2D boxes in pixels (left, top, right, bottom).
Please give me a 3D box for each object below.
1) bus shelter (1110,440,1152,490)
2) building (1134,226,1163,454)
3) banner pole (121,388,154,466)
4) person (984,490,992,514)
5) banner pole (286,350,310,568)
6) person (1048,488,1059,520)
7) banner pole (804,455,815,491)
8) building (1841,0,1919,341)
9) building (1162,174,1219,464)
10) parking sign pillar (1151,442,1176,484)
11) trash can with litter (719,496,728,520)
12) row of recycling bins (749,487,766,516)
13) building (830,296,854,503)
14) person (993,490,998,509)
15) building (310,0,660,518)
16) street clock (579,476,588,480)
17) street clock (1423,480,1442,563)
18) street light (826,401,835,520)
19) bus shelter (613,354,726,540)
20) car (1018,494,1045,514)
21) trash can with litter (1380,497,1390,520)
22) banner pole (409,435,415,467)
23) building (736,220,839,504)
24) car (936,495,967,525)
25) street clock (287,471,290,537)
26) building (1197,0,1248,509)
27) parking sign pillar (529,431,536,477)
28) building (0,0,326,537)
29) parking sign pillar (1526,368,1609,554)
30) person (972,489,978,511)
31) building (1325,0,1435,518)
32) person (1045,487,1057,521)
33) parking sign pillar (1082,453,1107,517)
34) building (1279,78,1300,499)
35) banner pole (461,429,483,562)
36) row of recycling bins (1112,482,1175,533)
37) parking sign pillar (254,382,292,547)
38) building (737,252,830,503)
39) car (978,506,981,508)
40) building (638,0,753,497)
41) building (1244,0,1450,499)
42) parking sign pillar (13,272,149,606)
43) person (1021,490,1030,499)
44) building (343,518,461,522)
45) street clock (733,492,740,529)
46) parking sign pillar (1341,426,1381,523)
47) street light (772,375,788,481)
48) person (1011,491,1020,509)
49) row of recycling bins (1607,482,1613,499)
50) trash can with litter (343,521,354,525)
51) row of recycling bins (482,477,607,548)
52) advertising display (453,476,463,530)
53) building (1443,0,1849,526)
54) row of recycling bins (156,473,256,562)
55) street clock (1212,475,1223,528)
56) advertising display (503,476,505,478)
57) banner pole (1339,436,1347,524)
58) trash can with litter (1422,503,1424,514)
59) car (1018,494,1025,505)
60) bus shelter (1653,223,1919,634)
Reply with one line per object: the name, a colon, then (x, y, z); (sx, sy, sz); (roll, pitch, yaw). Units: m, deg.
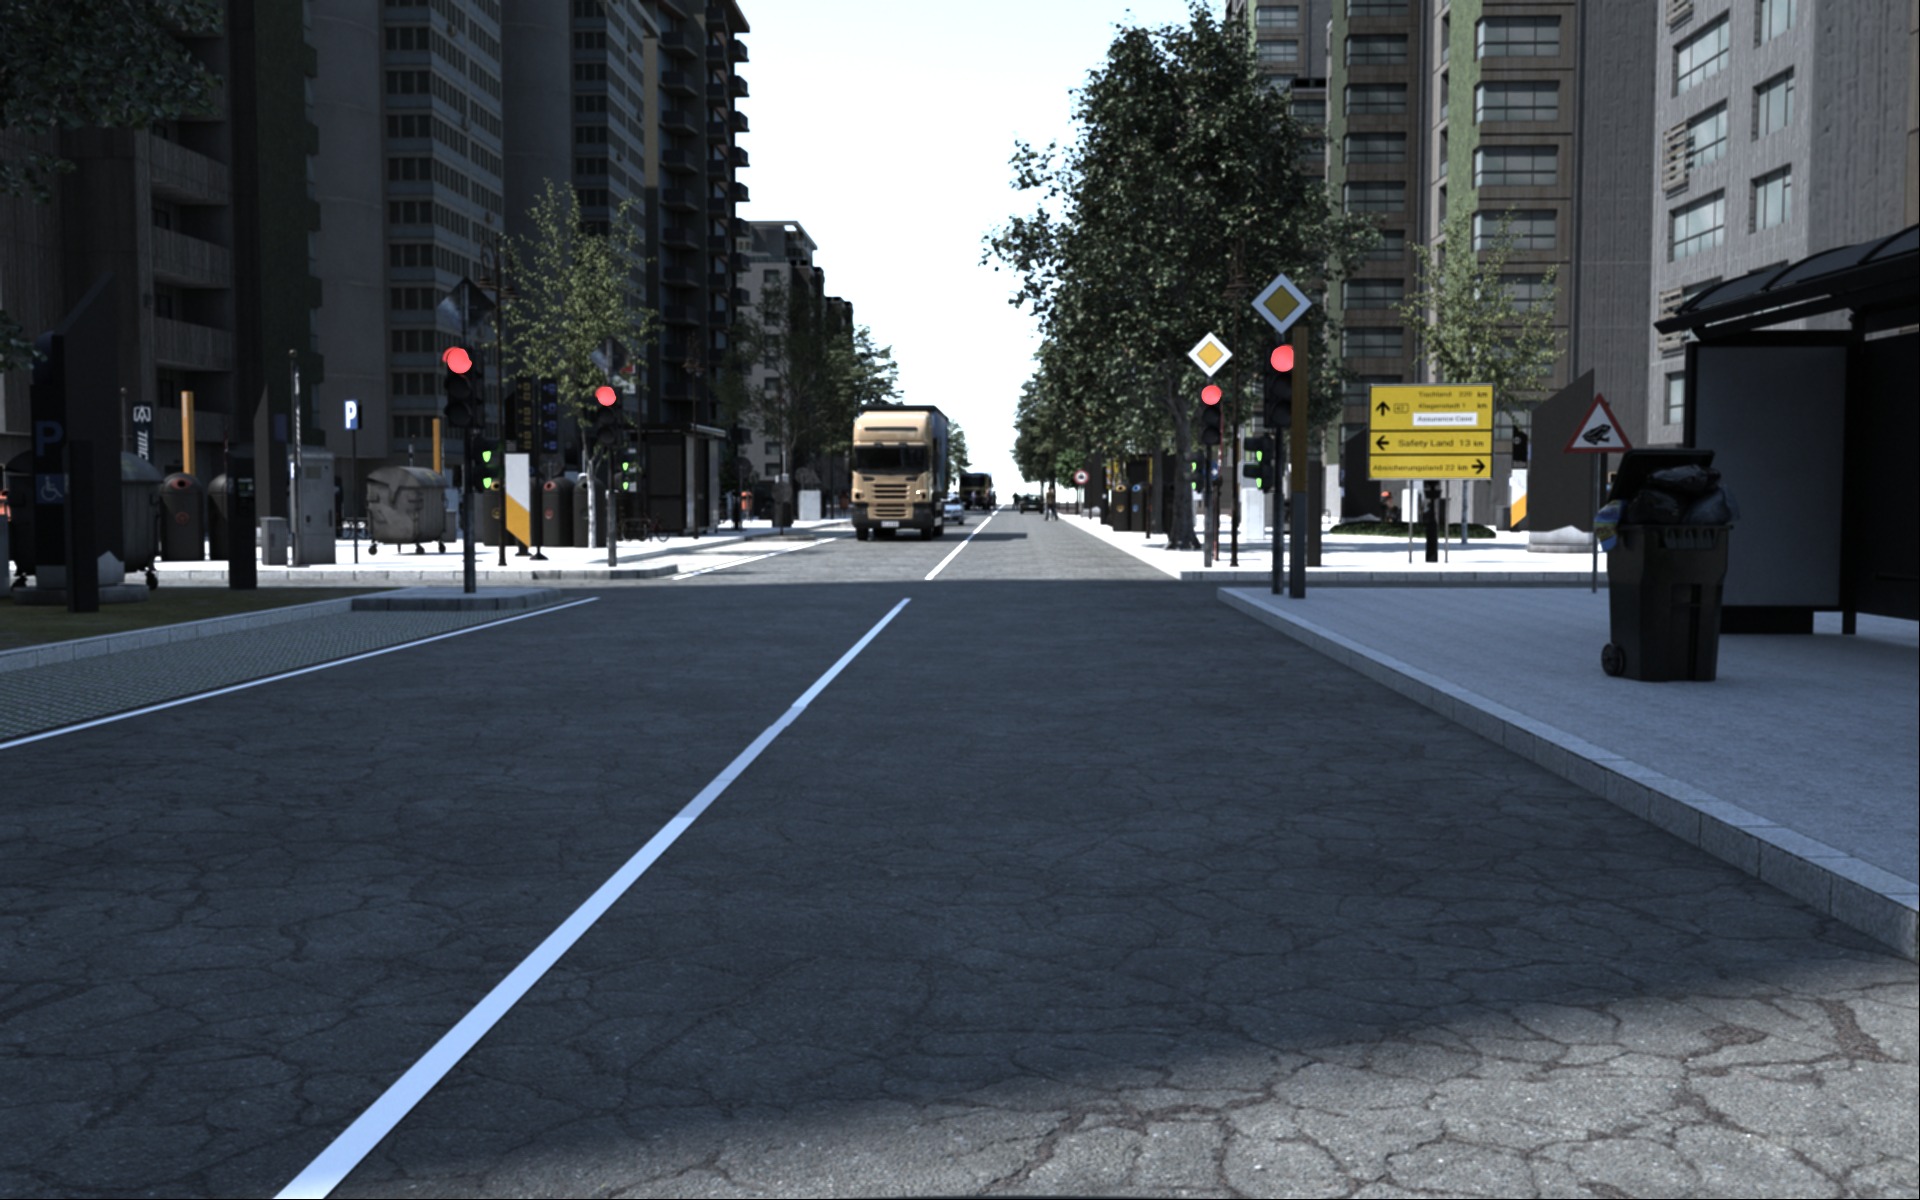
bus shelter: (9.523, -7.085, 93.472); (2.179, 5.291, 8.768); (0, 4, 2)
building: (35.752, -43.242, 249.005); (21.231, 58.520, 28.212); (0, 4, 2)
banner pole: (-19.501, -3.119, 41.020); (0.863, 3.779, 0.401); (-1, 4, -11)
person: (2.034, -7.087, 124.907); (0.617, 1.759, 0.750); (0, 4, -5)
banner pole: (-11.442, -2.440, 29.915); (0.401, 3.779, 0.863); (-2, 4, -28)
person: (5.155, -5.275, 95.340); (0.643, 1.750, 0.593); (0, 4, -2)
banner pole: (-8.877, -6.817, 101.482); (0.863, 3.779, 0.401); (1, 4, 19)
building: (28.782, -22.265, 47.624); (14.086, 41.232, 14.154); (0, 4, 2)
building: (36.309, -34.630, 220.828); (22.147, 44.769, 28.867); (0, 4, 2)
parking sign pillar: (10.149, -5.944, 85.661); (1.447, 3.967, 1.447); (-1, 4, -12)
trash can with litter: (-11.906, -4.553, 85.830); (0.624, 1.170, 1.055); (-2, 4, -26)
row of recycling bins: (-11.820, -5.753, 101.172); (1.069, 1.692, 3.534); (0, 4, -6)
building: (-22.834, -29.211, 249.303); (14.160, 30.474, 14.107); (0, 4, 2)
person: (3.416, -9.790, 168.571); (0.705, 1.824, 1.348); (-1, 4, -19)
building: (-34.896, -26.070, 118.118); (32.217, 40.220, 23.993); (0, 4, 2)
street clock: (-14.928, -3.946, 69.079); (0.358, 2.002, 0.471); (3, 5, 41)
street clock: (8.872, -1.710, 32.521); (0.471, 2.002, 0.358); (2, 4, 35)
street light: (-6.366, -6.916, 85.857); (0.468, 5.910, 1.993); (0, 4, 2)
bus shelter: (-8.901, -4.578, 52.476); (2.179, 5.291, 8.768); (0, 4, 2)
car: (5.243, -7.147, 126.646); (2.009, 1.686, 4.222); (0, 4, 1)
trash can with litter: (17.485, -3.750, 72.704); (1.055, 1.170, 0.624); (-2, 4, -25)
banner pole: (-23.155, -5.093, 73.283); (0.401, 3.779, 0.863); (0, 4, 2)
building: (-32.374, -32.930, 230.279); (32.217, 40.220, 23.993); (0, 4, 2)
car: (-0.690, -4.194, 80.575); (2.014, 1.417, 4.499); (0, 4, 0)
street clock: (-20.224, -2.892, 51.847); (0.471, 2.002, 0.358); (-2, 4, -24)
building: (32.752, -43.801, 154.402); (20.563, 71.187, 20.611); (0, 4, 2)
parking sign pillar: (-13.319, -3.920, 52.559); (1.447, 3.967, 1.447); (-2, 4, -35)
building: (-28.615, -17.083, 51.004); (14.160, 30.474, 14.107); (0, 4, 2)
parking sign pillar: (13.136, -3.013, 37.734); (1.447, 3.967, 1.447); (3, 4, 36)
person: (1.310, -8.242, 143.127); (0.599, 1.838, 0.709); (2, 4, 31)
building: (27.429, -19.919, 97.383); (14.160, 30.474, 14.107); (0, 4, 2)
person: (4.931, -5.222, 93.785); (0.836, 1.842, 0.656); (2, 4, 31)
parking sign pillar: (7.452, -6.545, 95.486); (1.447, 3.967, 1.447); (3, 5, 41)
building: (29.490, -21.525, 123.630); (14.160, 30.474, 14.107); (0, 4, 2)
banner pole: (-9.255, -2.628, 32.982); (0.401, 3.779, 0.863); (0, 4, -1)
row of recycling bins: (6.405, -3.119, 58.115); (1.069, 1.692, 3.534); (-2, 4, -34)
parking sign pillar: (-16.867, -3.296, 42.365); (1.447, 3.967, 1.447); (-3, 4, -36)
building: (-24.111, -26.886, 211.295); (14.160, 30.474, 14.107); (0, 4, 2)
car: (1.325, -10.454, 181.142); (2.015, 1.641, 3.980); (0, 4, 3)
building: (-29.567, -29.972, 144.667); (22.147, 44.769, 28.867); (0, 4, 2)
building: (29.458, -27.754, 137.380); (14.154, 41.232, 14.086); (0, 4, 2)
parking sign pillar: (-10.452, -1.959, 20.503); (1.447, 3.967, 1.447); (0, 4, 0)
person: (7.120, -10.614, 182.117); (1.350, 1.814, 0.705); (-1, 4, -9)
building: (-36.810, -24.148, 86.698); (32.217, 40.220, 23.993); (0, 4, 2)
street clock: (-8.058, -3.538, 62.411); (0.358, 2.002, 0.471); (-1, 4, -8)
parking sign pillar: (14.024, -4.409, 60.562); (1.447, 3.967, 1.447); (0, 4, -6)
street light: (-6.974, -5.783, 67.339); (0.468, 5.910, 1.993); (0, 4, 2)
person: (5.232, -9.430, 163.235); (0.990, 1.755, 0.434); (1, 4, 18)
row of recycling bins: (20.905, -2.919, 54.835); (1.069, 1.692, 3.534); (0, 3, 0)
trash can with litter: (-26.314, -3.806, 73.284); (1.678, 1.210, 2.233); (-2, 4, -28)
row of recycling bins: (-10.101, -2.141, 42.125); (3.534, 1.692, 1.069); (2, 4, 24)
advertising display: (-17.590, -3.456, 61.724); (0.974, 1.923, 0.123); (0, 4, 1)
building: (27.834, -23.938, 74.976); (14.154, 41.232, 14.086); (0, 4, 2)
row of recycling bins: (-15.313, -1.580, 32.948); (3.534, 1.692, 1.069); (-2, 4, -34)
street clock: (9.761, -3.744, 65.782); (0.358, 2.002, 0.471); (2, 4, 34)
advertising display: (-16.662, -3.501, 62.461); (0.123, 1.923, 0.974); (-3, 5, -42)
banner pole: (16.351, -5.139, 74.039); (0.401, 3.779, 0.863); (2, 4, 34)
trash can with litter: (18.712, -3.697, 71.830); (1.055, 1.170, 0.624); (2, 4, 26)
car: (7.595, -11.970, 207.506); (2.131, 1.459, 4.920); (0, 4, 1)
bus shelter: (7.343, -1.187, 13.330); (2.014, 3.302, 5.546); (0, 4, 2)
